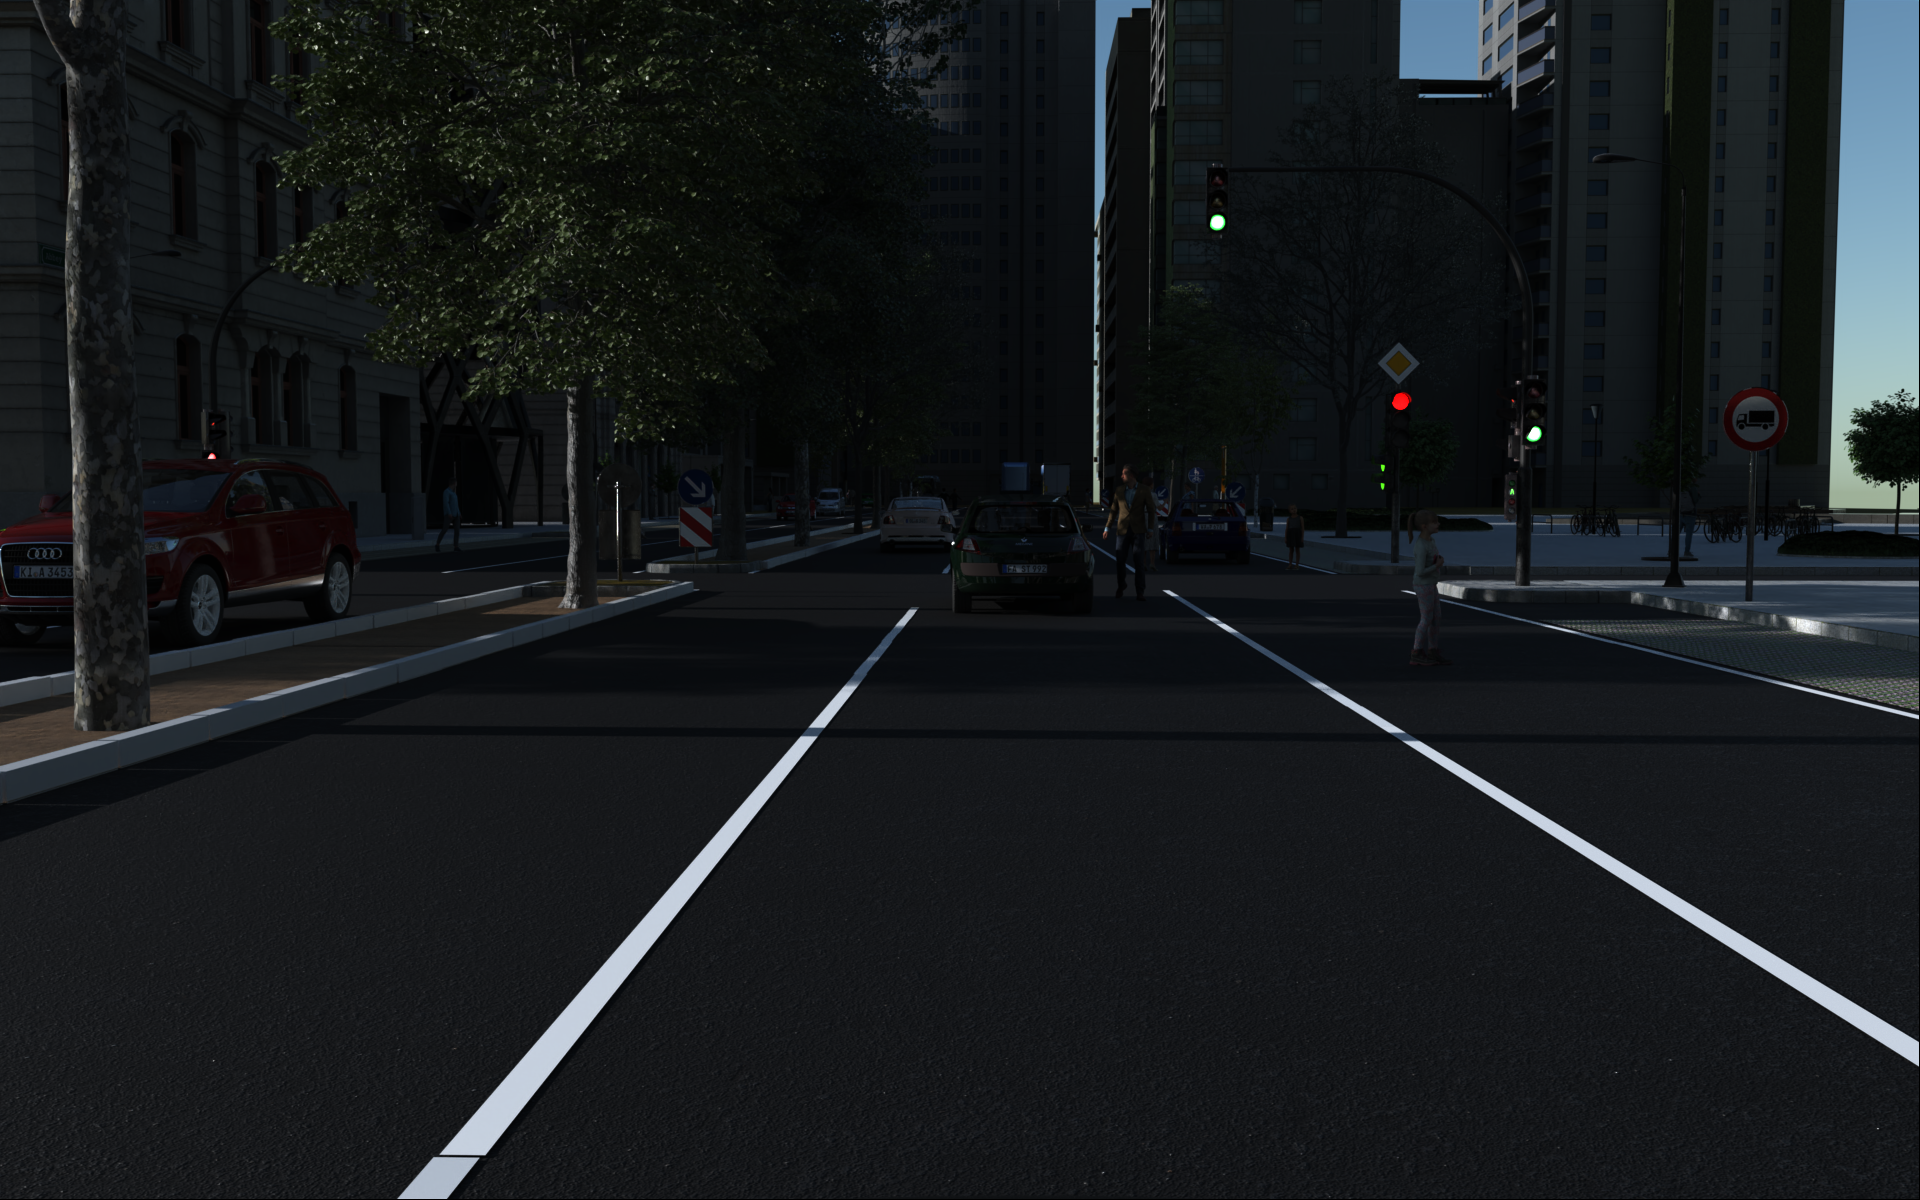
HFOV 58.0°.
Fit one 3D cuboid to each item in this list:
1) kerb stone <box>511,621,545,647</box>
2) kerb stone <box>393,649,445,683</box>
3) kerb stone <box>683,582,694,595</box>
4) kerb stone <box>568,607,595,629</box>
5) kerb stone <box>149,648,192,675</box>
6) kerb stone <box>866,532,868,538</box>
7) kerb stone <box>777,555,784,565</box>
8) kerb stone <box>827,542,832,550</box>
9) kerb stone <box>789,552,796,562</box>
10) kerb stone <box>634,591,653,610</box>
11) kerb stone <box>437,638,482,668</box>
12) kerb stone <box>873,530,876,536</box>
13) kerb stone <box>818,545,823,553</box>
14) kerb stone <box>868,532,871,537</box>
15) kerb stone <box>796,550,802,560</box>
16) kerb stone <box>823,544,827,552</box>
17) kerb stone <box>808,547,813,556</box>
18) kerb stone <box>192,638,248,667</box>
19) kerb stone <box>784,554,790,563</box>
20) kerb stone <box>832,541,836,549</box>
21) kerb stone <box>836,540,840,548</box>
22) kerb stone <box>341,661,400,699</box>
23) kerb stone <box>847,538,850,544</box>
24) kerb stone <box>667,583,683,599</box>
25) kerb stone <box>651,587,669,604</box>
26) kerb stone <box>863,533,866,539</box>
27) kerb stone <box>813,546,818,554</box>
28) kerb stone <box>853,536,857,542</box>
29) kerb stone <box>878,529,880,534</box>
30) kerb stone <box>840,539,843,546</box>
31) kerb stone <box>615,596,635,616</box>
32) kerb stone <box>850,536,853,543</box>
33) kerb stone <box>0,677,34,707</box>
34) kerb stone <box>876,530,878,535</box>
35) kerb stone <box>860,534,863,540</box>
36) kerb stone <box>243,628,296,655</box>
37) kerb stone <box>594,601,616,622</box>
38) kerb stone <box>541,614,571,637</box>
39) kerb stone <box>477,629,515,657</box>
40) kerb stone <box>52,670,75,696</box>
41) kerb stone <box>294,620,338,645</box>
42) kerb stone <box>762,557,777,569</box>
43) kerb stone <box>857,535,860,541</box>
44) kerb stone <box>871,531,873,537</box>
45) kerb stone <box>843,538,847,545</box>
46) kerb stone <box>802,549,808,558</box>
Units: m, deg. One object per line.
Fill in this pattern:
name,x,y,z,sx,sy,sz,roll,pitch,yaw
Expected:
kerb stone,-4.222,0.336,16.703,0.120,0.150,1.000,0,4,2
kerb stone,-4.301,0.524,13.632,0.120,0.150,1.000,0,4,2
kerb stone,-3.981,-0.162,24.892,0.120,0.150,1.000,0,4,2
kerb stone,-4.157,0.214,18.750,0.120,0.150,1.000,0,4,2
kerb stone,-6.404,0.519,13.730,0.120,0.150,1.000,0,4,2
kerb stone,-3.107,-2.015,55.152,0.120,0.150,1.000,0,4,2
kerb stone,-3.704,-0.762,34.646,0.120,0.150,1.000,0,4,2
kerb stone,-3.427,-1.326,43.891,0.120,0.150,1.000,0,4,2
kerb stone,-3.643,-0.887,36.700,0.120,0.150,1.000,0,4,2
kerb stone,-4.067,0.025,21.825,0.120,0.150,1.000,0,4,2
kerb stone,-4.278,0.461,14.654,0.120,0.150,1.000,0,4,2
kerb stone,-3.017,-2.204,58.232,0.120,0.150,1.000,0,4,2
kerb stone,-3.492,-1.197,41.845,0.120,0.150,1.000,0,4,2
kerb stone,-3.076,-2.079,56.181,0.120,0.150,1.000,0,4,2
kerb stone,-3.612,-0.950,37.724,0.120,0.150,1.000,0,4,2
kerb stone,-3.467,-1.261,42.869,0.120,0.150,1.000,0,4,2
kerb stone,-3.546,-1.076,39.781,0.120,0.150,1.000,0,4,2
kerb stone,-6.372,0.462,14.760,0.120,0.150,1.000,0,4,2
kerb stone,-3.672,-0.824,35.668,0.120,0.150,1.000,0,4,2
kerb stone,-3.397,-1.390,44.920,0.120,0.150,1.000,0,4,2
kerb stone,-3.367,-1.452,45.942,0.120,0.150,1.000,0,4,2
kerb stone,-4.336,0.587,12.609,0.120,0.150,1.000,0,4,2
kerb stone,-3.283,-1.639,49.017,0.120,0.150,1.000,0,4,2
kerb stone,-4.006,-0.102,23.870,0.120,0.150,1.000,0,4,2
kerb stone,-4.036,-0.040,22.847,0.120,0.150,1.000,0,4,2
kerb stone,-3.129,-1.945,54.130,0.120,0.150,1.000,0,4,2
kerb stone,-3.524,-1.138,40.811,0.120,0.150,1.000,0,4,2
kerb stone,-3.220,-1.760,51.065,0.120,0.150,1.000,0,4,2
kerb stone,-2.950,-2.328,60.286,0.120,0.150,1.000,0,4,2
kerb stone,-3.346,-1.513,46.965,0.120,0.150,1.000,0,4,2
kerb stone,-4.099,0.085,20.802,0.120,0.150,1.000,0,4,2
kerb stone,-3.258,-1.703,50.043,0.120,0.150,1.000,0,4,2
kerb stone,-6.469,0.644,11.682,0.120,0.150,1.000,0,4,2
kerb stone,-2.981,-2.265,59.253,0.120,0.150,1.000,0,4,2
kerb stone,-3.170,-1.886,53.109,0.120,0.150,1.000,0,4,2
kerb stone,-6.345,0.392,15.781,0.120,0.150,1.000,0,4,2
kerb stone,-4.128,0.152,19.777,0.120,0.150,1.000,0,4,2
kerb stone,-4.191,0.275,17.726,0.120,0.150,1.000,0,4,2
kerb stone,-4.255,0.399,15.676,0.120,0.150,1.000,0,4,2
kerb stone,-6.437,0.591,12.709,0.120,0.150,1.000,0,4,2
kerb stone,-6.319,0.334,16.814,0.120,0.150,1.000,0,4,2
kerb stone,-3.724,-0.696,33.624,0.120,0.150,1.000,0,4,2
kerb stone,-3.200,-1.828,52.087,0.120,0.150,1.000,0,4,2
kerb stone,-3.048,-2.141,57.203,0.120,0.150,1.000,0,4,2
kerb stone,-3.316,-1.576,47.996,0.120,0.150,1.000,0,4,2
kerb stone,-3.583,-1.011,38.755,0.120,0.150,1.000,0,4,2
